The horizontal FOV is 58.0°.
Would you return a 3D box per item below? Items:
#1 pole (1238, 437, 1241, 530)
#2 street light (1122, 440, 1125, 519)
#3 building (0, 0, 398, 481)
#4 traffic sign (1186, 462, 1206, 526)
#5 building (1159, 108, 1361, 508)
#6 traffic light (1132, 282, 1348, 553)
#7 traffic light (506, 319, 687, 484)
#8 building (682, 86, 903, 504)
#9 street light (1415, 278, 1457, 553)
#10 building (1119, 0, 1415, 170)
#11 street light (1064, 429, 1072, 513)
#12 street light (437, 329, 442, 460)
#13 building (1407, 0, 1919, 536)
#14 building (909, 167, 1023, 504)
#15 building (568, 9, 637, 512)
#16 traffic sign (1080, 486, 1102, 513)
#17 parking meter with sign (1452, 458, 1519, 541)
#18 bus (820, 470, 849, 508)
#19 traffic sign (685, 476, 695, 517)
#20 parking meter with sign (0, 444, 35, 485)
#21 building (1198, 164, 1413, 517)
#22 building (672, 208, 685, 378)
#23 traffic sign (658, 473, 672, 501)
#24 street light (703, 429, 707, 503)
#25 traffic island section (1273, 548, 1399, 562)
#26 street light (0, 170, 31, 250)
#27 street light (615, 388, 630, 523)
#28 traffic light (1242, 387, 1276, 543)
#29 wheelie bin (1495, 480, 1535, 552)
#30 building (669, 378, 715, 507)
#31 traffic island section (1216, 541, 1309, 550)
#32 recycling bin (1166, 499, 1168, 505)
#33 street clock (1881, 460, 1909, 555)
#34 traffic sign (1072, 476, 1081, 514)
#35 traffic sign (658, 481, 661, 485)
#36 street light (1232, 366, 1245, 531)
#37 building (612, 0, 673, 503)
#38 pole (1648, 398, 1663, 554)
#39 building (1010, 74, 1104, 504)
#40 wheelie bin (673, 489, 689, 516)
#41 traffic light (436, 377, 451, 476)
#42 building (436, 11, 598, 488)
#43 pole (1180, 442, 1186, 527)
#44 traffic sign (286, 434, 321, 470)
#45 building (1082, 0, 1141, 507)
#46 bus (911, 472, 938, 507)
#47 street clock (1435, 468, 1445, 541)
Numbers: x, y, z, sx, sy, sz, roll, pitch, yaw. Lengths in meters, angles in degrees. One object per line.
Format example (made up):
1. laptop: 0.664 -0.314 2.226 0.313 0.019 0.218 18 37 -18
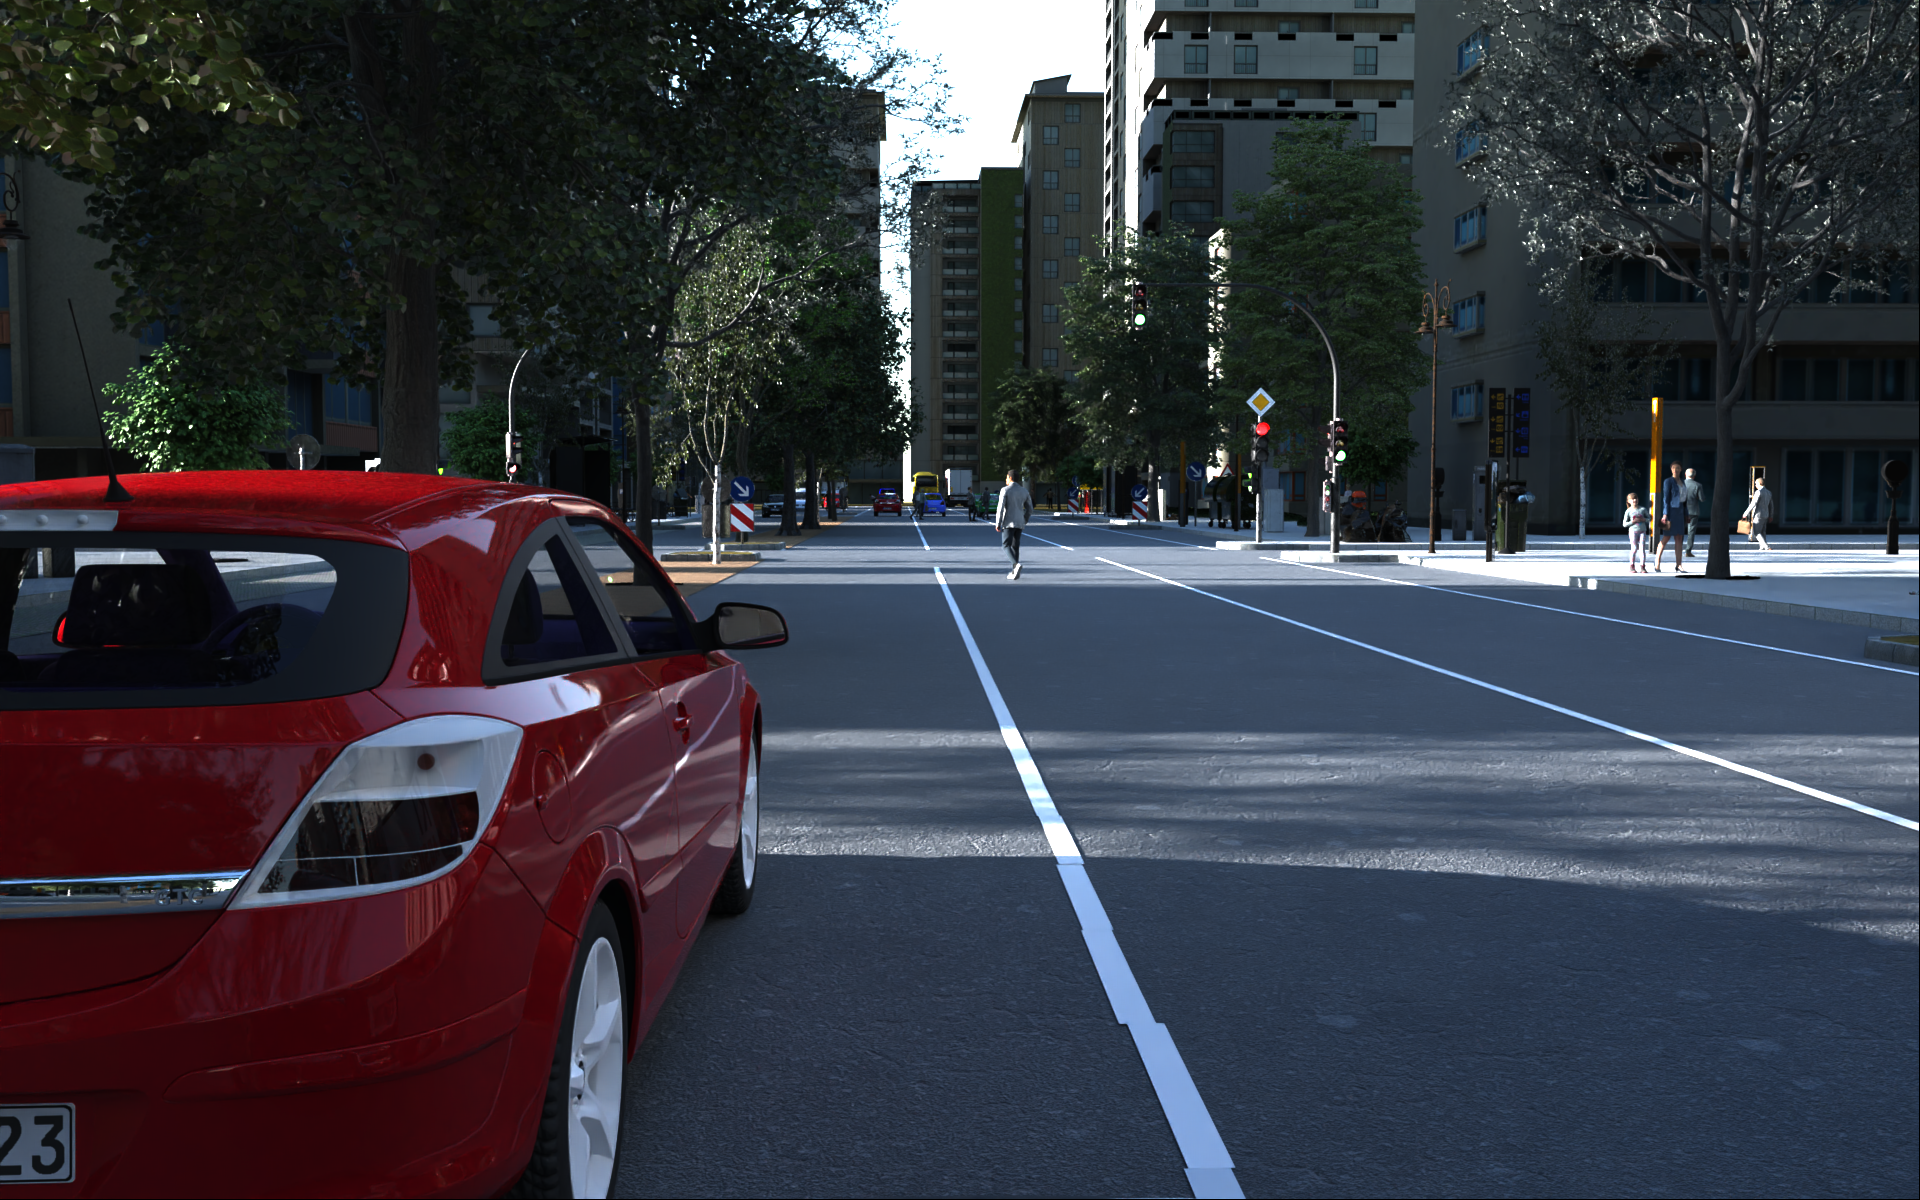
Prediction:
1. pole: 10.050 -4.196 62.452 0.158 3.312 0.155 0 3 0
2. street light: 8.492 -7.161 89.864 0.468 5.910 1.993 0 4 -2
3. building: -33.161 -25.105 65.086 22.147 44.769 28.867 0 4 -2
4. traffic sign: 9.321 -4.182 68.479 0.768 2.556 0.104 0 4 3
5. building: 22.252 -22.147 133.806 14.160 30.474 14.107 0 4 -2
6. traffic light: 6.046 -3.837 37.399 4.771 5.953 1.251 0 4 -2
7. traffic light: -9.493 -4.304 45.036 4.771 5.953 1.251 0 4 -2
8. building: -21.146 -38.863 224.646 27.495 52.752 28.713 0 4 -2
9. street light: 10.212 -3.946 37.297 0.468 5.910 1.993 0 4 -2
10. building: 28.986 -34.549 154.122 28.713 52.752 27.495 0 4 -2
11. street light: 7.504 -9.018 120.236 0.468 5.910 1.993 0 4 -2
12. street light: -13.605 -4.423 45.109 0.468 5.910 1.993 0 4 -2
13. building: 28.281 -26.863 62.906 21.600 48.544 21.300 0 4 -2
14. building: 0.644 -32.746 218.996 14.086 41.232 14.154 0 4 -2
15. building: -35.031 -42.257 129.158 20.563 71.187 20.611 0 4 -2
16. traffic sign: 9.018 -7.361 114.221 2.265 3.308 0.079 0 4 7
17. parking meter with sign: 14.452 -3.140 47.594 1.738 3.016 0.543 1 4 9
18. bus: -12.849 -11.396 177.870 2.896 3.916 12.252 0 4 -2
19. traffic sign: -15.290 -5.875 98.182 0.606 2.300 0.079 0 4 7
20. parking meter with sign: -14.338 -1.825 26.092 0.543 3.016 1.738 3 4 38
21. building: 31.011 -16.039 107.279 27.650 21.520 28.899 0 4 -2
22. building: -45.681 -36.550 221.286 21.600 48.544 21.300 0 4 -2
23. traffic sign: -15.711 -5.634 92.219 0.768 2.556 0.104 0 4 3
24. street light: -15.630 -8.162 106.236 0.468 5.910 1.993 0 4 -2
25. traffic island section: 8.174 -0.945 37.724 2.009 0.180 2.903 0 4 -2
26. street light: -13.002 -3.083 23.196 0.468 5.910 1.993 0 4 -2
27. street light: -14.739 -6.301 75.804 0.468 5.910 1.993 0 4 -2
28. traffic light: 7.869 -3.466 45.590 0.839 4.253 0.868 0 4 -2
29. wheelie bin: 12.284 -1.871 38.495 0.980 1.594 0.693 0 4 5
30. building: -41.670 -52.670 173.832 31.000 86.520 22.319 0 4 -2
31. traffic island section: 7.909 -1.433 45.705 2.009 0.180 2.903 0 4 -2
32. recycling bin: 10.546 -4.810 91.192 0.722 1.027 0.722 1 4 18
33. street clock: 19.826 -1.969 36.771 0.471 2.002 0.358 1 4 9
34. traffic sign: 7.666 -6.883 112.648 0.768 2.556 0.104 0 4 2
35. traffic sign: -17.844 -6.354 103.999 0.768 2.556 0.104 0 4 2
36. street light: 9.502 -5.298 59.418 0.468 5.910 1.993 0 4 -2
37. building: -32.502 -30.416 147.414 14.600 45.320 14.200 0 4 -2
38. pole: 14.775 -2.625 36.769 0.158 3.312 0.155 0 3 0
39. building: 21.179 -38.987 226.676 27.495 52.752 28.713 0 4 -2
40. wheelie bin: -16.146 -5.629 99.937 0.693 1.594 0.980 3 5 41
41. traffic light: -11.317 -2.938 36.951 0.839 4.253 0.868 0 4 -2
42. building: -36.652 -31.292 100.860 28.713 52.752 27.495 0 4 -2
43. pole: 8.685 -4.503 67.475 0.158 3.312 0.155 0 3 0
44. traffic sign: -13.918 -2.240 36.724 0.768 2.556 0.104 0 4 6
45. building: 23.950 -45.223 177.641 20.563 71.187 20.611 0 4 -2
46. bus: -3.880 -12.214 191.248 2.896 3.916 12.252 0 4 -3
47. street clock: 13.046 -2.614 47.304 0.358 2.002 0.471 0 4 -1
